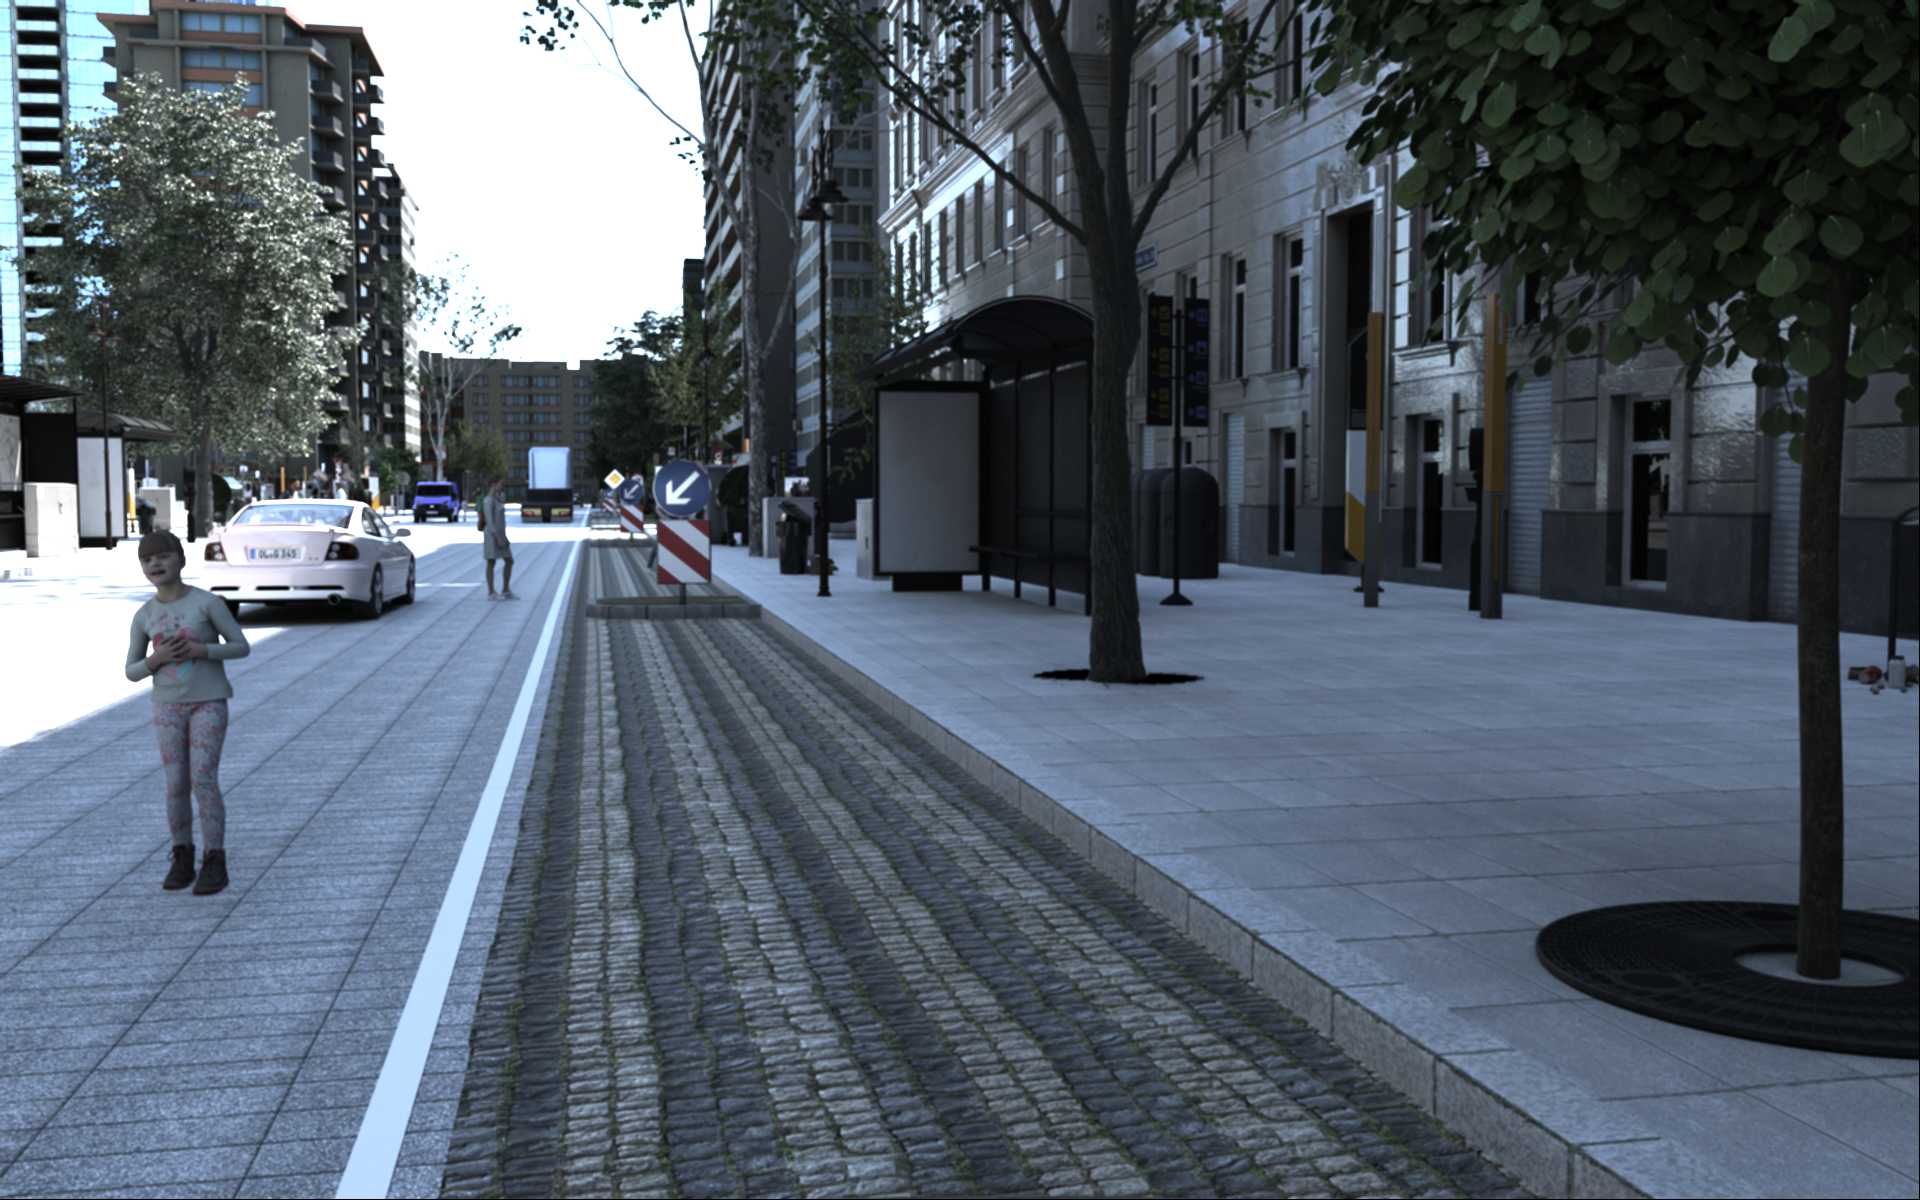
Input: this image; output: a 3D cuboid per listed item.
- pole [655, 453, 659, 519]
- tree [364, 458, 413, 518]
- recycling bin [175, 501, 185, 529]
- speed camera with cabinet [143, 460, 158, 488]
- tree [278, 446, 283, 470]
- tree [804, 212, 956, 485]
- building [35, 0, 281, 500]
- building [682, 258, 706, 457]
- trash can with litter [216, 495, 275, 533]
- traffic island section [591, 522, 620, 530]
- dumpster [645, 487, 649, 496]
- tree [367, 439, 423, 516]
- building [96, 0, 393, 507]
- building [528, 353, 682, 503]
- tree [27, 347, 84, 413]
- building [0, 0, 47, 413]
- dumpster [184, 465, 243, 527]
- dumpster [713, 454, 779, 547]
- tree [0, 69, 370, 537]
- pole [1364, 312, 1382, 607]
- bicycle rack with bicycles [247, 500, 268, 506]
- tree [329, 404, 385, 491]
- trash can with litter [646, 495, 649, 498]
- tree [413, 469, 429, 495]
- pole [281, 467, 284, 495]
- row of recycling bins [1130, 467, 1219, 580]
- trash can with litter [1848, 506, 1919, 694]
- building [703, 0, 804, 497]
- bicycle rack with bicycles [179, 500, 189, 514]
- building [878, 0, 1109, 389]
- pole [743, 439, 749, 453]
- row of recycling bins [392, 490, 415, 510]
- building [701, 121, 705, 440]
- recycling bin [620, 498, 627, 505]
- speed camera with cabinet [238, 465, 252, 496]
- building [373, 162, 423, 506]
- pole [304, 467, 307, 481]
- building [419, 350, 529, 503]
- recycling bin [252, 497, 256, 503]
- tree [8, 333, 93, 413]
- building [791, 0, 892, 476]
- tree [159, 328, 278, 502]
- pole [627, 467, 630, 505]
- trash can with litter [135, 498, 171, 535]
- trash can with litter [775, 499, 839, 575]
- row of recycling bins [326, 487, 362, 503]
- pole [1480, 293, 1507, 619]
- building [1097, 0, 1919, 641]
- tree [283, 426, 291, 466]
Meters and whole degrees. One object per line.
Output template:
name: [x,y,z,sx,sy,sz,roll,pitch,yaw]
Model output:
pole: [-15.146,-5.671,86.559,0.158,3.312,0.155,0,3,0]
tree: [-30.812,-6.017,92.973,1.663,3.219,1.824,0,3,0]
recycling bin: [-28.971,-3.118,63.526,0.722,1.027,0.722,2,4,33]
speed camera with cabinet: [-46.144,-6.438,99.595,2.038,3.252,0.660,2,4,33]
tree: [-39.600,-8.799,94.231,4.360,8.622,3.978,0,3,0]
tree: [-1.917,-5.828,45.649,4.737,8.622,4.395,0,3,0]
building: [-105.134,-56.532,236.962,31.000,86.520,22.319,-1,4,-12]
building: [-27.171,-27.027,213.597,14.160,30.474,14.107,-1,4,-12]
trash can with litter: [-23.433,-2.719,55.511,1.678,1.210,2.233,1,4,22]
traffic island section: [-15.383,-3.347,76.997,2.009,0.180,2.903,-1,4,-12]
dumpster: [-25.723,-8.398,139.796,1.502,2.255,1.985,-1,4,-12]
tree: [-33.874,-7.344,103.795,4.285,4.588,4.351,0,3,0]
building: [-64.597,-30.812,158.406,22.147,44.769,28.867,-1,4,-12]
building: [-47.560,-25.029,254.264,28.899,21.520,27.650,-1,4,-12]
tree: [-43.739,-8.139,83.436,4.360,8.622,3.978,0,3,0]
building: [-101.485,-53.833,192.844,31.000,86.520,22.319,-1,4,-12]
dumpster: [-24.991,-3.394,57.978,1.502,2.255,1.985,-1,4,-12]
dumpster: [-5.318,-2.477,42.987,1.502,2.255,1.985,-1,4,-12]
tree: [-22.673,-8.845,51.269,9.857,13.997,8.962,0,3,0]
pole: [4.672,-1.575,19.594,0.158,3.312,0.155,0,3,0]
bicycle rack with bicycles: [-41.128,-5.334,100.591,2.925,0.926,2.852,0,4,8]
tree: [-49.300,-11.711,141.833,4.360,8.622,3.978,0,3,0]
trash can with litter: [-24.079,-7.345,131.153,2.233,1.210,1.678,-3,5,-44]
tree: [-35.456,-7.220,112.645,1.663,3.219,1.824,0,3,0]
pole: [-51.317,-8.404,131.249,0.158,3.312,0.155,0,3,0]
row of recycling bins: [3.293,-1.258,27.677,1.069,1.692,3.534,0,4,-7]
trash can with litter: [6.966,-0.035,11.623,2.233,1.210,1.678,0,4,1]
building: [-13.141,-33.212,166.720,21.300,48.544,21.600,-1,4,-12]
bicycle rack with bicycles: [-50.711,-5.939,110.491,2.925,0.926,2.852,2,4,28]
building: [5.472,-15.564,51.739,12.463,27.353,25.104,-1,4,-12]
pole: [-7.901,-4.296,64.081,0.158,3.312,0.155,0,3,0]
row of recycling bins: [-45.711,-8.377,144.081,1.069,1.692,3.534,2,4,33]
building: [-16.979,-35.036,192.449,23.786,49.044,30.456,-1,4,-12]
recycling bin: [-28.089,-8.116,145.251,0.722,1.027,0.722,0,4,-5]
speed camera with cabinet: [-48.134,-7.392,115.193,0.660,3.252,2.038,2,4,28]
building: [-73.280,-30.697,193.780,23.993,40.220,32.217,-1,4,-12]
pole: [-48.631,-8.249,128.716,0.158,3.312,0.155,0,3,0]
building: [-76.018,-24.717,249.167,28.899,21.520,27.650,-1,4,-12]
recycling bin: [-53.650,-7.235,130.847,0.722,1.027,0.722,0,4,4]
tree: [-53.083,-10.208,101.315,7.601,10.594,8.767,-1,4,-11]
building: [2.920,-25.117,102.538,23.993,40.220,32.217,-1,4,-12]
tree: [-32.985,-7.681,75.943,4.360,8.622,3.978,0,3,0]
pole: [-24.140,-8.089,126.103,0.158,3.312,0.155,0,3,0]
trash can with litter: [-25.070,-2.597,53.852,1.055,1.170,0.624,0,4,6]
trash can with litter: [-2.433,-0.998,27.702,1.055,1.170,0.624,2,4,26]
row of recycling bins: [-38.436,-6.178,108.130,3.534,1.692,1.069,3,5,42]
pole: [5.473,-1.462,17.750,0.158,3.312,0.155,0,3,0]
building: [11.448,-14.055,27.059,12.463,27.353,25.104,-1,4,-12]
tree: [-56.797,-11.680,141.338,4.360,8.622,3.978,0,3,0]
